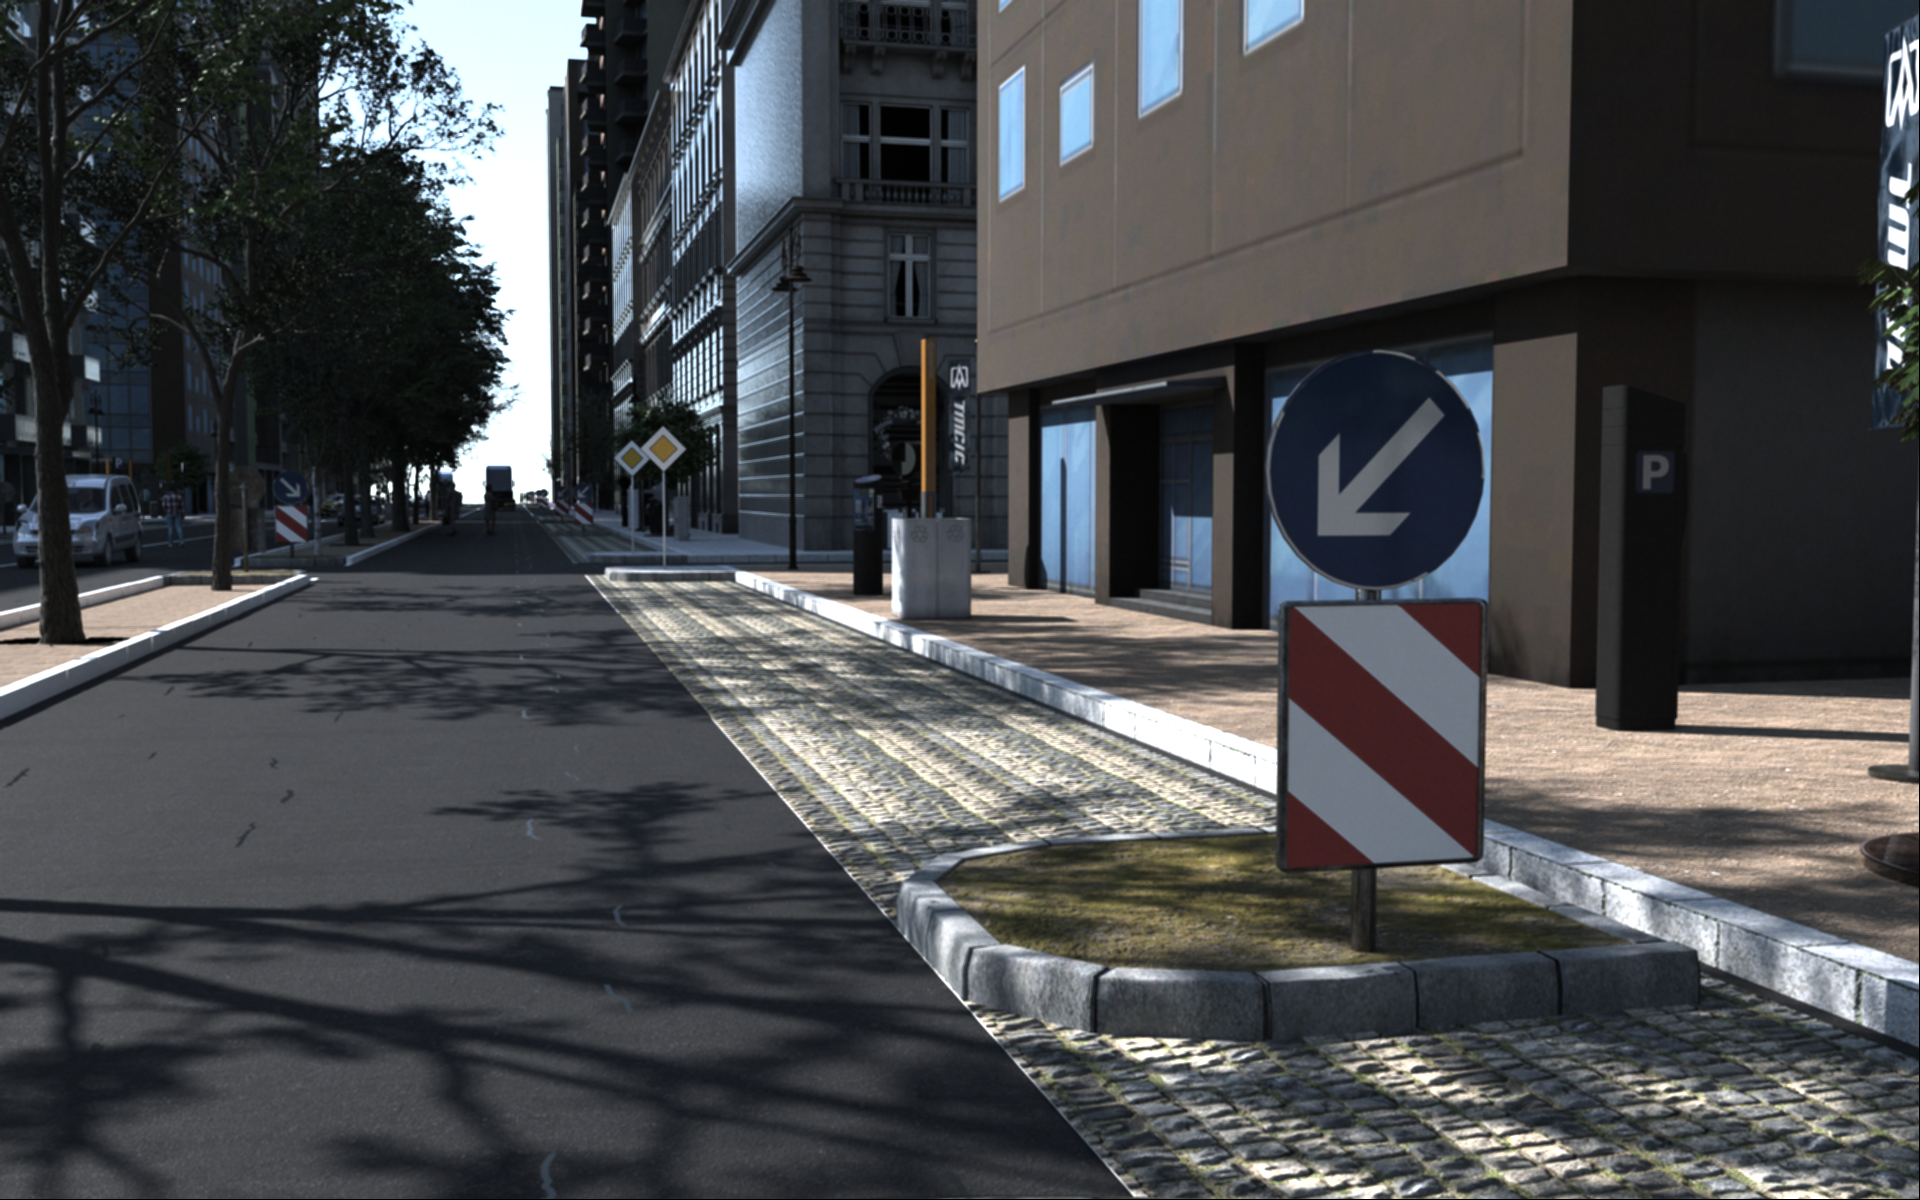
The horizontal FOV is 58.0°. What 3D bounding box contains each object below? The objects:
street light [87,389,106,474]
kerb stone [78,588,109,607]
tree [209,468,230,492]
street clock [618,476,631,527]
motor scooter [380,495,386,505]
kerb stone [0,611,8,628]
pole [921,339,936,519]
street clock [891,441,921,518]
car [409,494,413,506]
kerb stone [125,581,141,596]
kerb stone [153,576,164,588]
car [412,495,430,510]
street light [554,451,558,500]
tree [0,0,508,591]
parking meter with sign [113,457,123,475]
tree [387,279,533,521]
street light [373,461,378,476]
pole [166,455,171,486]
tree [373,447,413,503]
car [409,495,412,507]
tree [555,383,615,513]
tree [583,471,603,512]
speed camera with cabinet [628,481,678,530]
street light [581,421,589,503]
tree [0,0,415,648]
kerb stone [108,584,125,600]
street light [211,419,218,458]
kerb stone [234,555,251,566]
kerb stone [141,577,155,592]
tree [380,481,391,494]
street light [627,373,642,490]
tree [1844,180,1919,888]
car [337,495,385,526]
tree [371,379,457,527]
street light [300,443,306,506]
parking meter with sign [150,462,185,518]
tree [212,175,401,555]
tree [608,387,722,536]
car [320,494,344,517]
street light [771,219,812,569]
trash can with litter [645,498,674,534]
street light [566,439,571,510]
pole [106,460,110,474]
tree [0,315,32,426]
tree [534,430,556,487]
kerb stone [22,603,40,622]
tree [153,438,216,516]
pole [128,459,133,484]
[{"bbox_3d":[-38.044,-6.336,76.387,0.468,5.910,1.993,-1,4,-14],"label":"street light"},{"bbox_3d":[-11.312,-0.022,22.574,0.120,0.150,1.000,-1,4,-14],"label":"kerb stone"},{"bbox_3d":[-46.510,-7.025,109.460,1.663,3.219,1.824,0,3,0],"label":"tree"},{"bbox_3d":[-13.199,-3.894,68.241,0.358,2.002,0.471,3,5,45],"label":"street clock"},{"bbox_3d":[-70.995,-12.255,213.154,0.815,1.314,1.986,-1,4,-16],"label":"motor scooter"},{"bbox_3d":[-10.296,0.219,18.607,0.120,0.150,1.000,-1,4,-14],"label":"kerb stone"},{"bbox_3d":[-0.415,-1.777,22.890,0.158,3.312,0.155,0,3,0],"label":"pole"},{"bbox_3d":[-0.701,-1.179,23.842,0.471,2.002,0.358,3,5,42],"label":"street clock"},{"bbox_3d":[-67.772,-12.350,211.518,1.945,1.707,3.694,-1,4,-13],"label":"car"},{"bbox_3d":[-11.824,-0.145,24.563,0.120,0.150,1.000,-1,4,-14],"label":"kerb stone"},{"bbox_3d":[-12.336,-0.266,26.544,0.120,0.150,1.000,-1,4,-14],"label":"kerb stone"},{"bbox_3d":[-50.088,-9.115,161.606,1.945,1.354,3.894,-1,4,-14],"label":"car"},{"bbox_3d":[-42.927,-12.922,184.070,0.468,5.910,1.993,-1,4,-14],"label":"street light"},{"bbox_3d":[-10.859,-5.388,24.956,8.767,10.594,7.601,-1,4,-14],"label":"tree"},{"bbox_3d":[-40.678,-5.265,82.337,1.738,3.016,0.543,1,4,16],"label":"parking meter with sign"},{"bbox_3d":[-27.750,-10.879,90.705,12.009,13.543,11.850,0,3,0],"label":"tree"},{"bbox_3d":[-77.926,-15.796,231.053,0.468,5.910,1.993,-1,4,-14],"label":"street light"},{"bbox_3d":[-41.213,-5.896,90.237,0.158,3.312,0.155,0,3,0],"label":"pole"},{"bbox_3d":[-85.579,-20.879,258.386,9.611,12.733,9.660,0,3,0],"label":"tree"},{"bbox_3d":[-63.336,-11.447,196.946,2.009,1.686,4.222,-1,4,-13],"label":"car"},{"bbox_3d":[-24.349,-10.036,114.446,4.360,8.622,3.978,0,3,0],"label":"tree"},{"bbox_3d":[-26.177,-7.867,123.228,1.663,3.219,1.824,0,3,0],"label":"tree"},{"bbox_3d":[-11.193,-4.208,63.143,0.660,3.252,2.038,2,4,35],"label":"speed camera with cabinet"},{"bbox_3d":[-23.689,-8.373,109.685,0.468,5.910,1.993,-1,4,-14],"label":"street light"},{"bbox_3d":[-8.742,-5.390,16.332,9.928,11.665,9.643,0,3,0],"label":"tree"},{"bbox_3d":[-11.575,-0.084,23.571,0.120,0.150,1.000,-1,4,-14],"label":"kerb stone"},{"bbox_3d":[-45.897,-8.203,106.910,0.468,5.910,1.993,-1,4,-14],"label":"street light"},{"bbox_3d":[-14.533,-0.785,35.026,0.120,0.150,1.000,-1,4,-14],"label":"kerb stone"},{"bbox_3d":[-12.080,-0.200,25.553,0.120,0.150,1.000,-1,4,-14],"label":"kerb stone"},{"bbox_3d":[-82.772,-15.582,249.363,1.663,3.219,1.824,0,3,0],"label":"tree"},{"bbox_3d":[-12.416,-5.714,66.213,0.468,5.910,1.993,-1,4,-14],"label":"street light"},{"bbox_3d":[3.522,-0.673,5.611,1.663,3.219,1.824,0,3,0],"label":"tree"},{"bbox_3d":[-27.073,-4.061,78.405,2.014,1.417,4.499,-1,4,-13],"label":"car"},{"bbox_3d":[-23.989,-7.468,74.929,4.737,8.622,4.395,0,3,0],"label":"tree"},{"bbox_3d":[-57.131,-10.876,150.617,0.468,5.910,1.993,-1,4,-14],"label":"street light"},{"bbox_3d":[-43.179,-5.999,94.345,1.738,3.016,0.543,-2,4,-30],"label":"parking meter with sign"},{"bbox_3d":[-14.652,-5.286,39.252,4.360,8.622,3.978,0,3,0],"label":"tree"},{"bbox_3d":[-9.028,-4.241,53.048,4.285,4.588,4.351,0,3,0],"label":"tree"},{"bbox_3d":[-40.157,-6.198,111.562,2.015,1.641,3.980,-1,4,-13],"label":"car"},{"bbox_3d":[-2.851,-3.461,29.380,0.468,5.910,1.993,-1,4,-14],"label":"street light"},{"bbox_3d":[-9.516,-2.704,55.601,1.055,1.170,0.624,-2,4,-31],"label":"trash can with litter"},{"bbox_3d":[-31.704,-10.263,140.589,0.468,5.910,1.993,-1,4,-14],"label":"street light"},{"bbox_3d":[-48.068,-6.358,97.793,0.158,3.312,0.155,0,3,0],"label":"pole"},{"bbox_3d":[-35.323,-6.818,61.833,4.360,8.622,3.978,0,3,0],"label":"tree"},{"bbox_3d":[-44.876,-14.764,191.754,4.360,8.622,3.978,0,3,0],"label":"tree"},{"bbox_3d":[-10.547,0.159,19.598,0.120,0.150,1.000,-1,4,-14],"label":"kerb stone"},{"bbox_3d":[-45.452,-7.208,101.556,4.285,4.588,4.351,0,3,0],"label":"tree"},{"bbox_3d":[-48.182,-6.534,100.670,0.158,3.312,0.155,0,3,0],"label":"pole"}]
